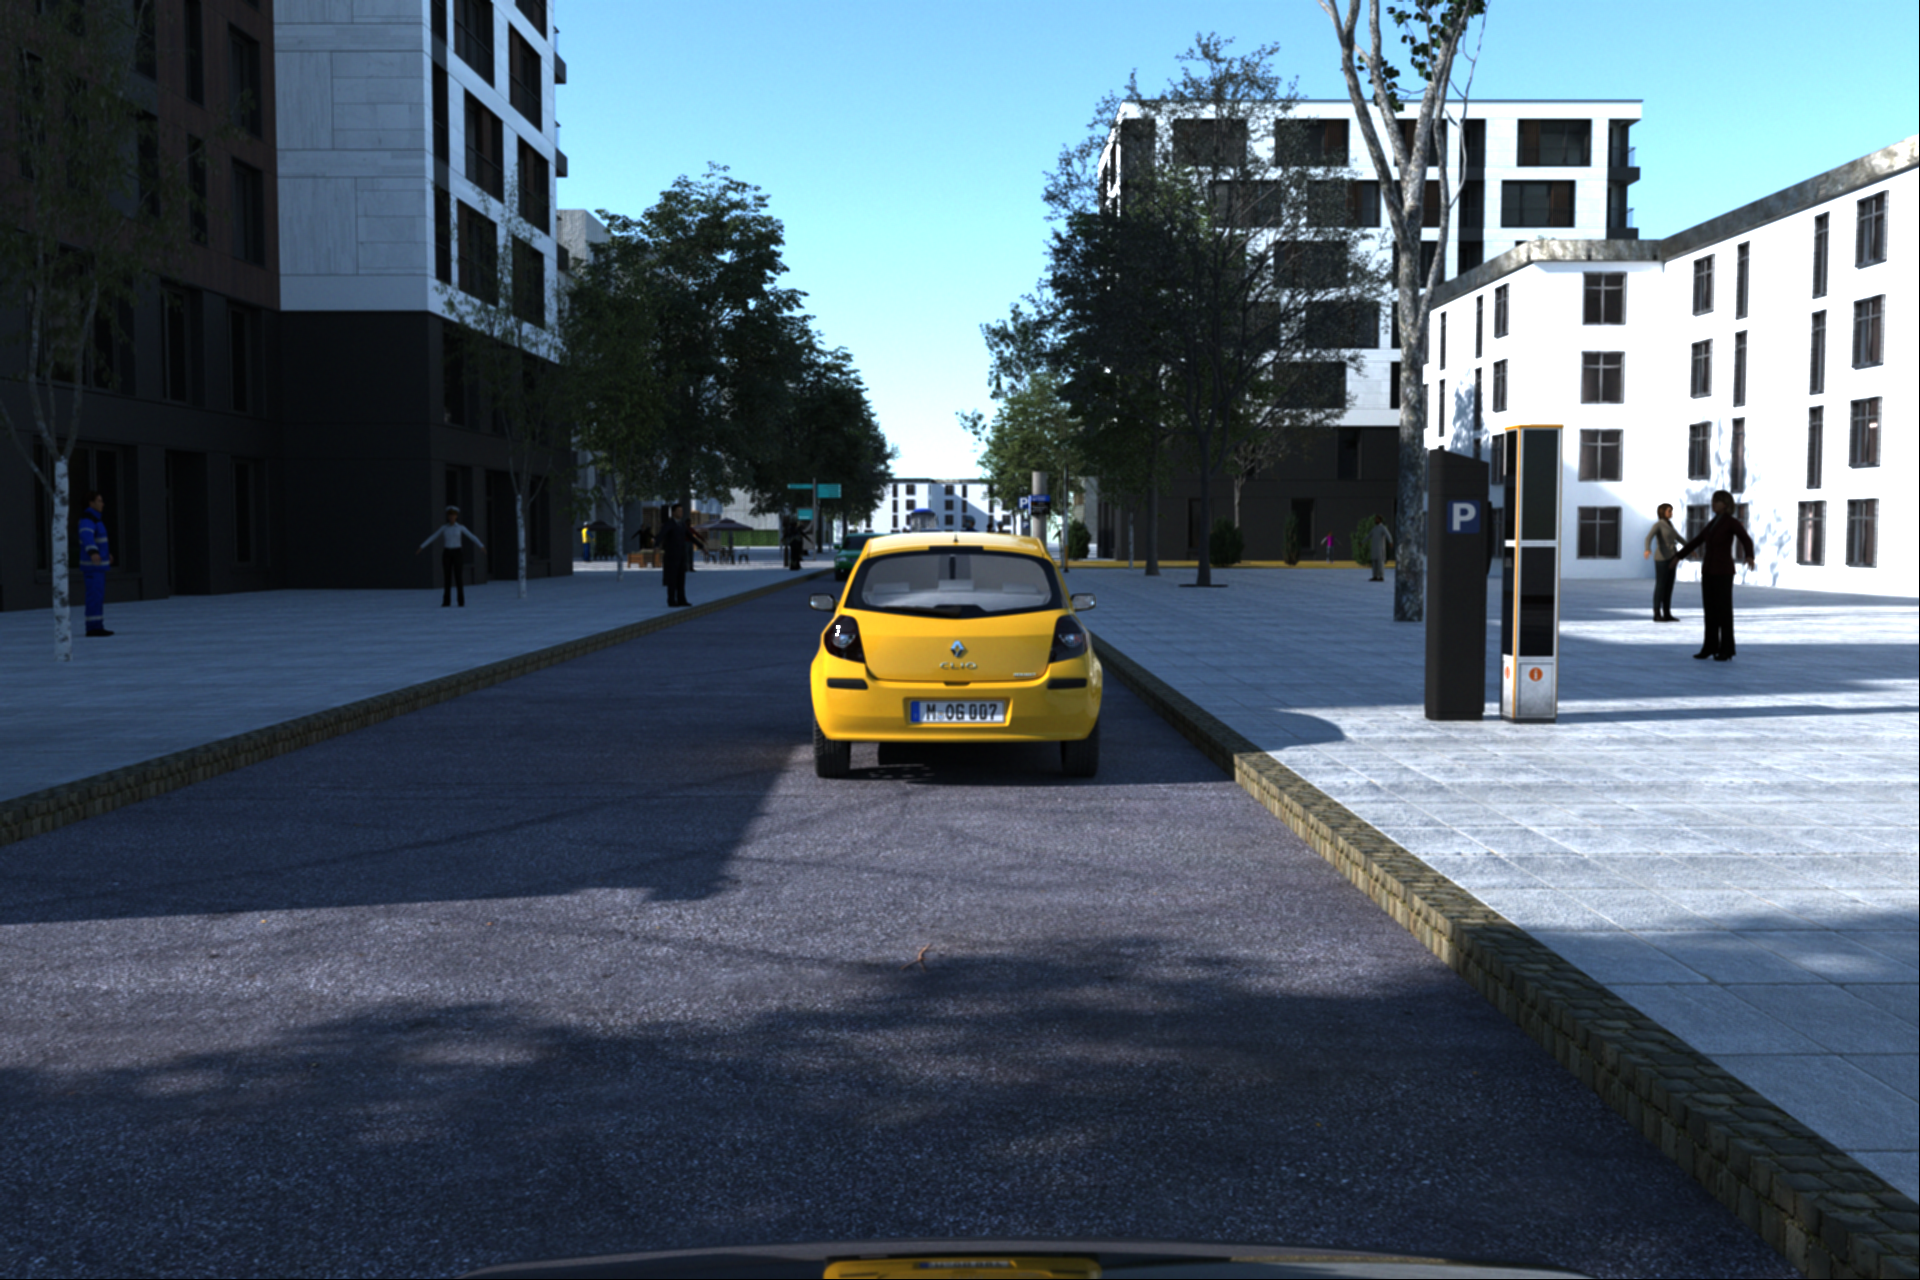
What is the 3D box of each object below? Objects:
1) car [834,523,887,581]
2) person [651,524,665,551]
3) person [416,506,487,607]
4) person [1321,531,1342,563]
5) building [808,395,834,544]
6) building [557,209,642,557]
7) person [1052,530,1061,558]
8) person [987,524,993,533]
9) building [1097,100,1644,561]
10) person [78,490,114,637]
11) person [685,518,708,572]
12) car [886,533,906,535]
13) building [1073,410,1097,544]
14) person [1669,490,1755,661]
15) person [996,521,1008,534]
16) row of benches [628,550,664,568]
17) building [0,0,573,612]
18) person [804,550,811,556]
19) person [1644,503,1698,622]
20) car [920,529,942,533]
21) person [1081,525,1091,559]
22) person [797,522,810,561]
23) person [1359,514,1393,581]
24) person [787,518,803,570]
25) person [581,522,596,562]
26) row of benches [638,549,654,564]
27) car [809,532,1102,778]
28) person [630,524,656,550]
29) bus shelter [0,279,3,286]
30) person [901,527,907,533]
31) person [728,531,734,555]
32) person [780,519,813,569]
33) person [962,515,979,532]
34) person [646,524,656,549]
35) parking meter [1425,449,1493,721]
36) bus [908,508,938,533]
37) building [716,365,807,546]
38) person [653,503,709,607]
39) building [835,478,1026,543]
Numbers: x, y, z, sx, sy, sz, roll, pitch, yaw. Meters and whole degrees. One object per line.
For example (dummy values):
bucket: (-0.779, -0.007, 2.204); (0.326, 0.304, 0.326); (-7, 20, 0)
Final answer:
car: (-2.939, -2.783, 54.294); (1.959, 1.807, 4.718); (0, 3, 0)
person: (-12.924, -4.235, 75.962); (1.216, 1.740, 0.721); (-1, 4, -12)
person: (-8.987, -1.479, 30.639); (1.216, 1.778, 0.721); (0, 4, -4)
person: (16.278, -4.081, 75.986); (0.991, 1.433, 0.599); (-1, 4, -15)
building: (-26.656, -22.437, 233.294); (16.747, 18.905, 31.486); (0, 4, 0)
building: (-28.727, -13.956, 94.643); (16.747, 18.905, 31.486); (0, 4, 0)
person: (5.544, -5.296, 92.735); (1.346, 1.812, 0.704); (2, 4, 26)
person: (1.617, -5.214, 91.388); (0.704, 1.843, 1.345); (1, 4, 23)
building: (21.537, -15.548, 98.177); (27.936, 21.610, 32.646); (0, 3, 0)
person: (-10.851, -0.966, 21.771); (0.704, 1.831, 1.345); (-1, 4, -20)
person: (-9.219, -3.231, 58.927); (1.345, 1.816, 0.704); (-3, 4, -38)
car: (-2.335, -3.516, 66.286); (1.959, 1.807, 4.718); (0, 4, 0)
building: (25.058, -24.452, 230.721); (19.493, 23.208, 18.063); (0, 4, -1)
person: (7.659, -0.662, 17.628); (0.721, 1.729, 1.215); (-1, 4, -15)
person: (1.268, -2.849, 54.894); (1.347, 1.847, 0.705); (2, 4, 32)
row of benches: (-11.668, -3.152, 67.001); (1.422, 0.672, 4.104); (1, 4, 15)
building: (-26.147, -11.832, 37.425); (27.936, 21.610, 32.646); (0, 4, 0)
person: (-9.100, -5.913, 102.907); (0.704, 1.802, 1.346); (-2, 4, -29)
person: (10.376, -1.135, 25.317); (1.215, 1.744, 0.721); (-2, 4, -34)
car: (-2.058, -6.923, 121.864); (2.281, 1.827, 5.304); (0, 4, 0)
person: (6.482, -5.165, 90.909); (0.721, 1.772, 1.216); (3, 5, 43)
person: (-7.526, -4.615, 81.226); (1.354, 1.856, 0.705); (3, 5, 42)
person: (11.383, -2.516, 47.226); (0.704, 1.819, 1.344); (-2, 4, -26)
person: (-5.863, -3.390, 61.292); (0.704, 1.845, 1.351); (-2, 4, -24)
person: (-16.992, -4.468, 79.029); (0.705, 1.833, 1.349); (-3, 4, -38)
row of benches: (-12.758, -3.408, 71.178); (1.422, 0.672, 4.104); (-1, 4, -14)
car: (-0.044, -0.086, 11.628); (2.015, 1.641, 3.980); (0, 4, -1)
person: (-16.751, -5.221, 91.557); (1.347, 1.806, 0.705); (-1, 4, -14)
bus shelter: (-6.918, -0.867, 8.098); (2.014, 3.302, 5.546); (0, 4, -1)
person: (-2.540, -4.390, 80.704); (0.721, 1.772, 1.216); (-3, 5, -42)
person: (-13.662, -5.957, 103.579); (0.705, 1.806, 1.347); (-1, 4, -10)
person: (-6.107, -3.575, 64.392); (1.347, 1.837, 0.705); (-2, 4, -33)
person: (0.182, -1.665, 35.809); (1.347, 1.817, 0.704); (2, 4, 32)
person: (-18.253, -5.869, 101.726); (0.705, 1.858, 1.354); (2, 4, 23)
parking meter: (3.443, -0.382, 11.956); (0.399, 1.863, 0.255); (0, 4, 0)
bus: (-3.518, -10.915, 170.007); (2.896, 3.916, 12.251); (0, 3, 0)
building: (-27.225, -20.201, 196.751); (16.747, 18.905, 31.486); (0, 4, 1)
person: (-4.984, -1.504, 30.632); (0.704, 1.823, 1.345); (2, 4, 34)
building: (-4.219, -19.257, 259.455); (28.070, 9.664, 9.099); (0, 4, 6)
